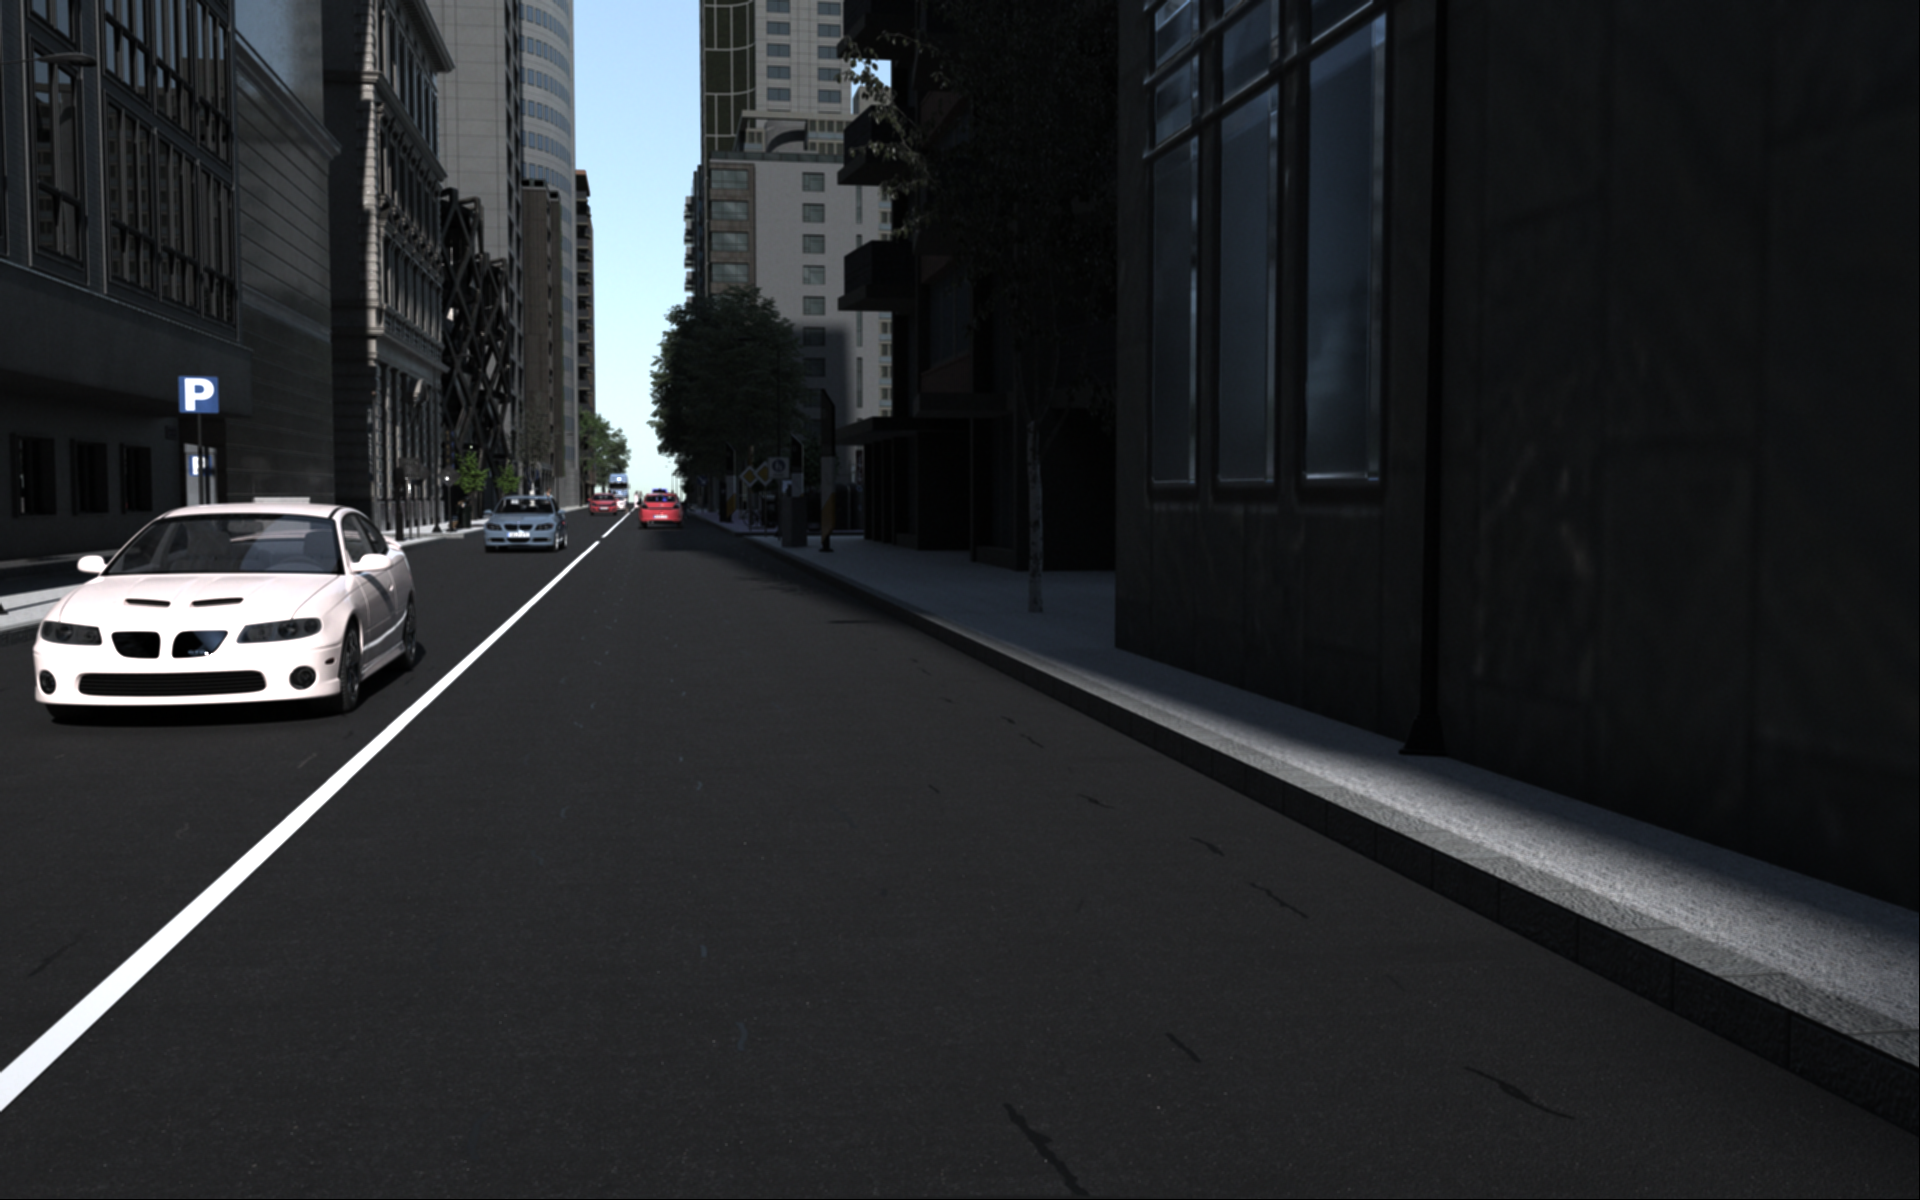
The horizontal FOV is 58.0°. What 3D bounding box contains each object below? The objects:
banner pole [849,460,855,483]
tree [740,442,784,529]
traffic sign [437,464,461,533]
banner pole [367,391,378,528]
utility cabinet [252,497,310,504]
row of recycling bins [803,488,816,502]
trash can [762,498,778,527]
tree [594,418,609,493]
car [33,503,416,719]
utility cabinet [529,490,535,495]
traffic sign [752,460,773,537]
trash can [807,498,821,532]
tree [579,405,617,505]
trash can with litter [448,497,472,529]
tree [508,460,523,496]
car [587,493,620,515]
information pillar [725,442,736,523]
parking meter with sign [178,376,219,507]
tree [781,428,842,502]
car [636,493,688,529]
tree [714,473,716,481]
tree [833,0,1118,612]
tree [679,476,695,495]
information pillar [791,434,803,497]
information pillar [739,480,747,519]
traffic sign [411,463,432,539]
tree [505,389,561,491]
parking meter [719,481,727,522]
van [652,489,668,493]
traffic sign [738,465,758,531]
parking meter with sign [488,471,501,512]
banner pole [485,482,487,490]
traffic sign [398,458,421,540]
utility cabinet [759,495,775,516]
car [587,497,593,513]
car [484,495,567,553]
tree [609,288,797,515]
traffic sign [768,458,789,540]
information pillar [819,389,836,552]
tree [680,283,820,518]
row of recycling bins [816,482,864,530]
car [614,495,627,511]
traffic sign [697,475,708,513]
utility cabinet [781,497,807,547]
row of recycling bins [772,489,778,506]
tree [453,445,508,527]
[{"bbox_3d":[-8.026,-8.481,128.679,0.401,3.779,0.863,2,4,34],"label":"banner pole"},{"bbox_3d":[-7.492,-4.271,64.439,1.663,3.219,1.824,0,3,0],"label":"tree"},{"bbox_3d":[-16.988,-3.302,57.630,0.795,2.450,0.064,-1,4,-10],"label":"traffic sign"},{"bbox_3d":[-14.366,-3.202,42.366,0.401,3.779,0.863,-2,4,-34],"label":"banner pole"},{"bbox_3d":[-13.176,-1.375,33.651,1.020,1.237,0.306,-2,4,-30],"label":"utility cabinet"},{"bbox_3d":[-10.792,-7.132,123.714,3.534,1.692,1.069,2,4,28],"label":"row of recycling bins"},{"bbox_3d":[-7.312,-3.365,66.677,0.748,1.137,0.748,0,3,0],"label":"trash can"},{"bbox_3d":[-59.002,-23.233,286.512,9.857,13.997,8.962,0,3,0],"label":"tree"},{"bbox_3d":[-5.147,-0.018,12.657,2.083,1.381,4.827,-1,4,-10],"label":"car"},{"bbox_3d":[-25.333,-5.743,102.570,0.318,1.500,1.173,-1,4,-12],"label":"utility cabinet"},{"bbox_3d":[-5.788,-2.927,51.496,0.795,2.450,0.064,-1,4,-10],"label":"traffic sign"},{"bbox_3d":[-4.991,-2.922,59.431,0.748,1.137,0.748,0,3,0],"label":"trash can"},{"bbox_3d":[-43.832,-16.812,200.629,9.928,11.665,9.643,0,3,0],"label":"tree"},{"bbox_3d":[-18.651,-3.246,64.452,1.055,1.170,0.624,2,4,32],"label":"trash can with litter"},{"bbox_3d":[-25.184,-6.261,96.968,1.663,3.219,1.824,0,3,0],"label":"tree"},{"bbox_3d":[-24.165,-6.628,117.406,2.155,1.783,4.494,-1,4,-12],"label":"car"},{"bbox_3d":[-10.254,-5.264,77.415,0.504,3.616,0.183,2,4,35],"label":"information pillar"},{"bbox_3d":[-11.564,-1.848,26.468,0.543,3.016,1.738,-1,4,-21],"label":"parking meter with sign"},{"bbox_3d":[-7.439,-6.252,85.937,4.285,4.588,4.351,0,3,0],"label":"tree"},{"bbox_3d":[-12.508,-3.890,72.639,2.155,1.783,4.494,-1,4,-8],"label":"car"},{"bbox_3d":[-19.478,-11.434,137.312,4.737,8.622,4.395,0,3,0],"label":"tree"},{"bbox_3d":[0.794,-4.158,18.345,4.360,8.622,3.978,0,3,0],"label":"tree"},{"bbox_3d":[-28.523,-11.417,181.264,1.663,3.219,1.824,0,3,0],"label":"tree"},{"bbox_3d":[-6.397,-4.688,67.997,0.504,3.616,0.183,1,4,19],"label":"information pillar"},{"bbox_3d":[-11.112,-5.150,88.688,0.304,2.012,0.304,-3,5,-44],"label":"information pillar"},{"bbox_3d":[-15.580,-2.821,49.769,0.795,2.450,0.064,-1,4,-10],"label":"traffic sign"},{"bbox_3d":[-29.935,-10.441,121.068,4.360,8.622,3.978,0,3,0],"label":"tree"},{"bbox_3d":[-10.847,-4.517,79.559,0.399,1.863,0.255,0,4,-6],"label":"parking meter"},{"bbox_3d":[-34.974,-12.083,201.936,2.240,2.365,5.245,-1,4,-9],"label":"van"},{"bbox_3d":[-7.195,-3.408,59.356,0.795,2.450,0.064,-1,4,-10],"label":"traffic sign"},{"bbox_3d":[-33.275,-7.848,124.579,0.543,3.016,1.738,-3,5,-41],"label":"parking meter with sign"},{"bbox_3d":[-32.173,-7.757,116.851,0.863,3.779,0.401,3,5,44],"label":"banner pole"},{"bbox_3d":[-15.465,-2.848,48.696,0.606,2.300,0.079,-1,4,-10],"label":"traffic sign"},{"bbox_3d":[-11.477,-5.608,102.856,0.306,1.237,1.020,3,5,44],"label":"utility cabinet"},{"bbox_3d":[-28.001,-7.478,134.849,1.945,1.354,3.894,-1,4,-11],"label":"car"},{"bbox_3d":[-10.991,-1.956,43.983,2.014,1.417,4.499,-1,4,-8],"label":"car"},{"bbox_3d":[-14.559,-12.191,105.970,9.857,13.997,8.962,0,3,0],"label":"tree"},{"bbox_3d":[-4.994,-2.791,47.765,0.606,2.300,0.079,0,4,-3],"label":"traffic sign"},{"bbox_3d":[-2.926,-2.874,38.341,0.183,3.616,0.504,-3,4,-36],"label":"information pillar"},{"bbox_3d":[-11.293,-10.728,93.531,7.486,12.596,7.792,0,3,0],"label":"tree"},{"bbox_3d":[-3.652,-3.397,62.649,1.069,1.692,3.534,2,4,31],"label":"row of recycling bins"},{"bbox_3d":[-29.710,-8.366,149.146,2.083,1.381,4.827,-1,4,-9],"label":"car"},{"bbox_3d":[-17.282,-7.104,116.252,0.768,2.556,0.104,0,4,-7],"label":"traffic sign"},{"bbox_3d":[-4.054,-1.907,42.337,0.306,1.237,1.020,1,4,16],"label":"utility cabinet"},{"bbox_3d":[-13.516,-7.715,133.246,1.069,1.692,3.534,-2,4,-31],"label":"row of recycling bins"},{"bbox_3d":[-19.155,-4.492,68.046,1.663,3.219,1.824,0,3,0],"label":"tree"}]
